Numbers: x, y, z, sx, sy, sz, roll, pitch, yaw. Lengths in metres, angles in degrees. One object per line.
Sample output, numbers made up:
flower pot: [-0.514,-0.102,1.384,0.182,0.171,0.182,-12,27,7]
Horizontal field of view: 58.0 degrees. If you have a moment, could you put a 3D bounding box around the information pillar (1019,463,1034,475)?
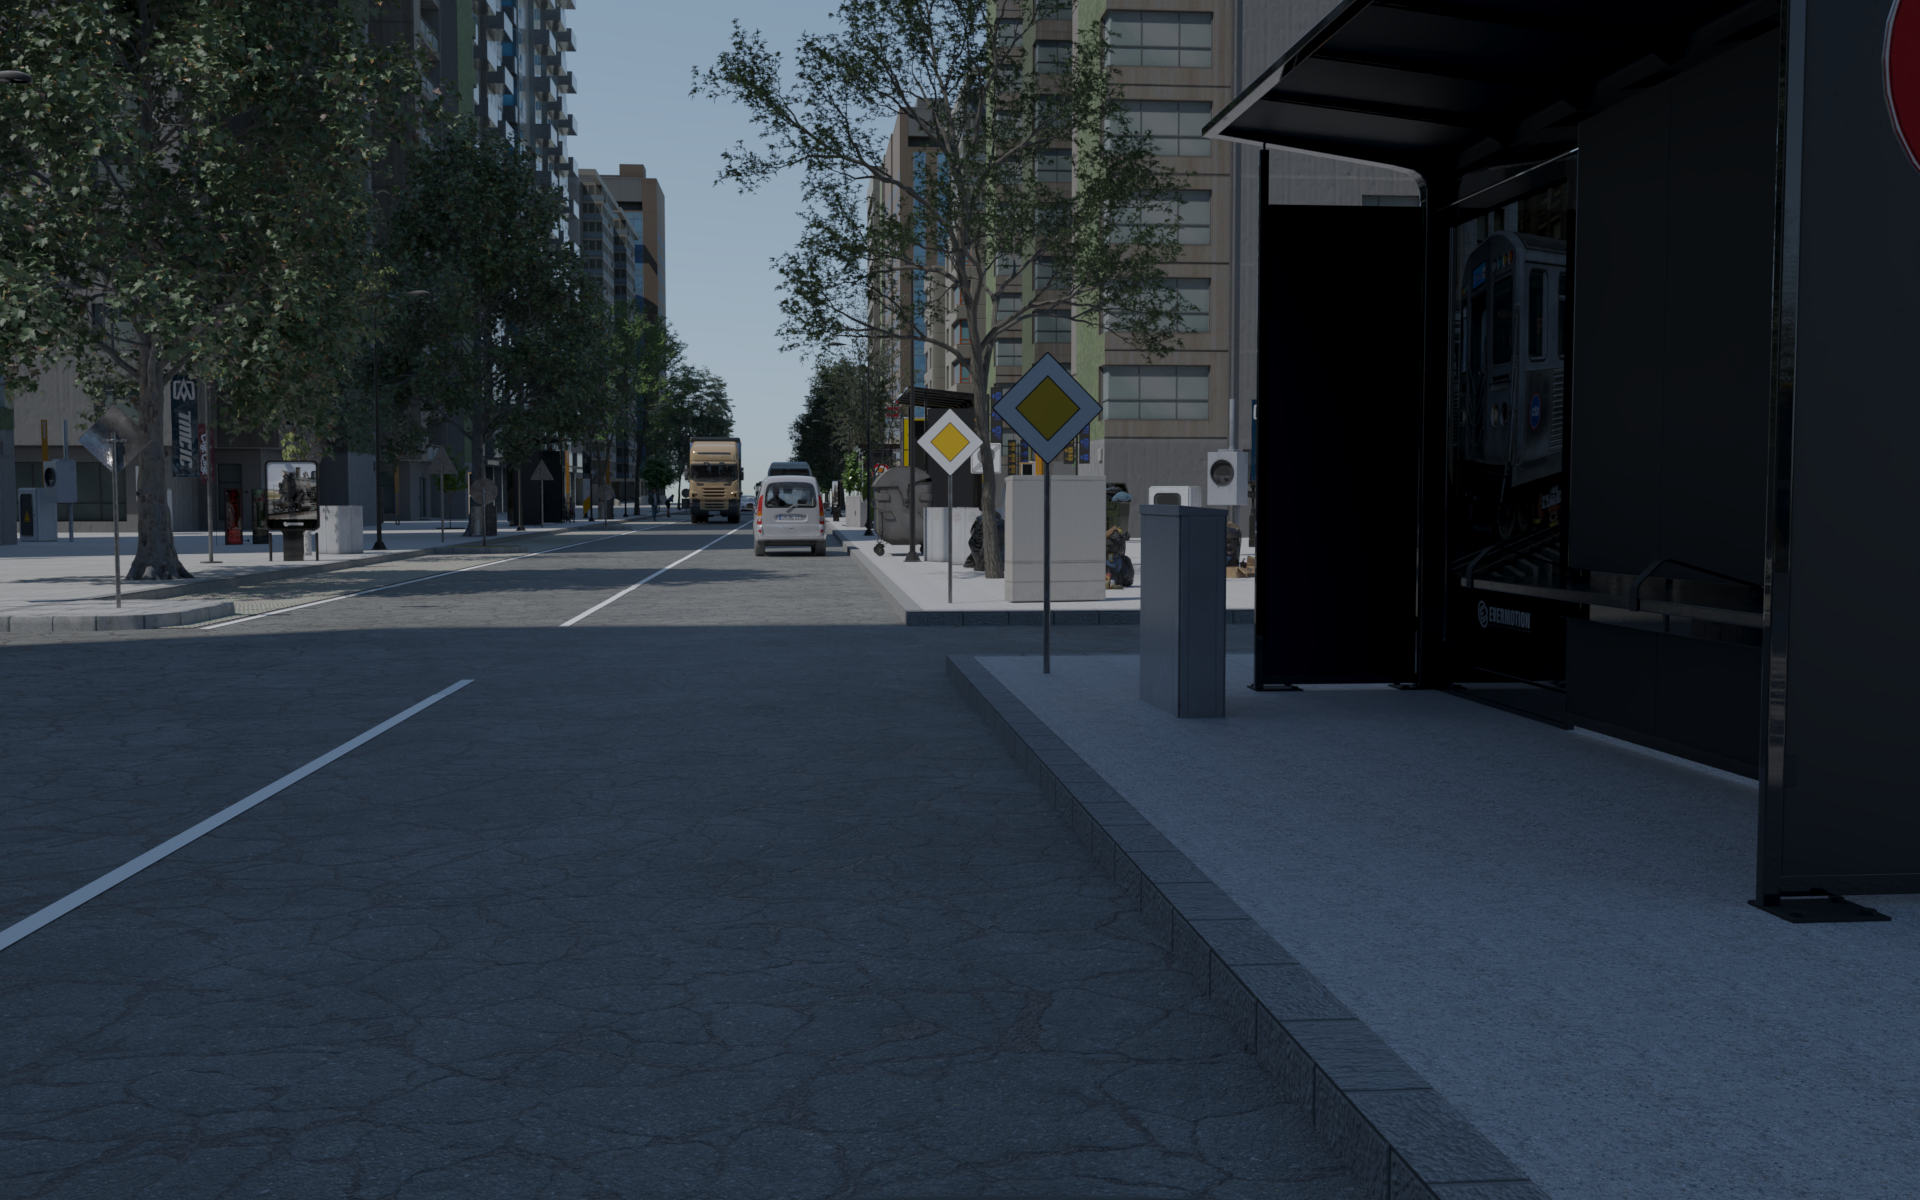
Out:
information pillar: [1.558,-2.205,40.538,0.304,2.012,0.304,0,4,-5]

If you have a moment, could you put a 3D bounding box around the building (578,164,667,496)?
building: [-47.951,-35.983,238.427,14.600,45.320,14.200,0,4,-5]

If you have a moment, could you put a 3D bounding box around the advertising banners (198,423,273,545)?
advertising banners: [-18.306,-2.903,43.655,0.090,3.025,2.074,2,4,34]

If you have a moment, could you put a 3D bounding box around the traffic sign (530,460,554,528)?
traffic sign: [-15.853,-4.018,65.694,0.884,2.594,0.081,0,4,1]

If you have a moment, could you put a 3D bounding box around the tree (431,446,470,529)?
tree: [-18.772,-4.208,63.397,1.663,3.219,1.824,0,3,0]

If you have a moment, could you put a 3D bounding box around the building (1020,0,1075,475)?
building: [9.921,-19.435,89.471,14.160,30.474,14.107,0,4,-5]

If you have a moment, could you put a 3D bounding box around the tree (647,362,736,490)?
tree: [-26.090,-16.016,168.513,9.857,13.997,8.962,0,3,0]

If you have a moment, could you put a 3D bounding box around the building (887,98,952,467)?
building: [-0.342,-33.453,197.059,14.600,45.320,14.200,0,4,-5]

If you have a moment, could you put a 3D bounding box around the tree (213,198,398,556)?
tree: [-13.829,-5.225,35.797,4.737,8.622,4.395,0,3,0]

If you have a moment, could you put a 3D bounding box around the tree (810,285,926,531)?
tree: [-2.978,-6.671,59.430,4.360,8.622,3.978,0,3,0]

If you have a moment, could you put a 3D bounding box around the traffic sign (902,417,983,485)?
traffic sign: [-0.390,-3.170,45.696,2.265,3.308,0.079,0,4,3]

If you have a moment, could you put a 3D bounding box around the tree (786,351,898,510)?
tree: [-9.610,-13.585,139.130,9.611,12.733,9.660,0,3,0]

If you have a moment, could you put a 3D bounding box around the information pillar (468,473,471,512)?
information pillar: [-16.613,-3.352,59.296,0.304,2.012,0.304,1,4,14]

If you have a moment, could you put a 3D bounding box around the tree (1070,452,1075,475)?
tree: [6.748,-5.856,79.455,4.285,4.588,4.351,0,3,0]

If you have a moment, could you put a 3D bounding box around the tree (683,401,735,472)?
tree: [-30.201,-17.746,208.273,7.486,12.596,7.792,0,3,0]

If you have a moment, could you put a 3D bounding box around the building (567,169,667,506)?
building: [-53.975,-32.233,218.885,32.217,40.220,23.993,0,4,-5]

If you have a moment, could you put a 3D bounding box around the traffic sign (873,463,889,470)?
traffic sign: [-3.243,-4.352,71.264,0.768,2.556,0.104,0,4,4]

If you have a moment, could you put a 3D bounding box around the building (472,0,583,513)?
building: [-42.495,-31.656,137.179,23.786,49.044,30.456,0,4,-5]

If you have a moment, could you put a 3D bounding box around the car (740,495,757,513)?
car: [-15.115,-6.696,121.842,2.083,1.381,4.827,0,4,-6]

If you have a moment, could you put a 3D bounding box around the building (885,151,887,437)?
building: [-1.849,-34.315,211.154,14.600,45.320,14.200,0,4,-5]

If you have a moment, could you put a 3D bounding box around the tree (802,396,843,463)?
tree: [-12.136,-15.141,165.682,7.486,12.596,7.792,0,3,0]

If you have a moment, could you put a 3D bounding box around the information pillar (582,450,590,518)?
information pillar: [-19.896,-6.177,92.352,0.504,3.616,0.183,-2,4,-35]

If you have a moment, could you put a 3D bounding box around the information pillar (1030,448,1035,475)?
information pillar: [2.025,-3.202,43.708,0.504,3.616,0.183,-1,4,-19]

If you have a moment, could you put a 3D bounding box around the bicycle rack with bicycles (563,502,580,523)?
bicycle rack with bicycles: [-18.152,-3.913,77.361,2.852,0.926,2.925,0,4,3]

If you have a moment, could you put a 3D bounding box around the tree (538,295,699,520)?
tree: [-18.034,-9.891,87.478,9.928,11.665,9.643,0,3,0]

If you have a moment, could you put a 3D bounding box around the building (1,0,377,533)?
building: [-30.092,-17.781,62.413,14.160,30.474,14.107,0,4,-5]

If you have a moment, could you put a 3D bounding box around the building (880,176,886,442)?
building: [-3.445,-33.159,225.748,14.154,41.232,14.086,0,4,-5]

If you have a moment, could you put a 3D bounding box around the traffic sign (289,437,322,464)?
traffic sign: [-14.662,-2.366,38.786,0.768,2.556,0.104,0,4,2]

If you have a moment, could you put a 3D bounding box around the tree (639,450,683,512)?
tree: [-22.182,-8.773,127.160,4.285,4.588,4.351,0,3,0]

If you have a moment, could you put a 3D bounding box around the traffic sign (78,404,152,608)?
traffic sign: [-9.474,-0.967,19.447,0.795,2.450,0.064,0,4,-5]

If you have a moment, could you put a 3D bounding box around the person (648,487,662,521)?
person: [-16.123,-5.045,91.335,0.721,1.781,0.623,3,4,36]

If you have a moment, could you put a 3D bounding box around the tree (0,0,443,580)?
tree: [-12.172,-6.652,25.771,9.611,12.733,9.660,0,3,0]

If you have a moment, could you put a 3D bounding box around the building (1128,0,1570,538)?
building: [10.536,-22.808,56.501,14.154,41.232,14.086,0,4,-5]

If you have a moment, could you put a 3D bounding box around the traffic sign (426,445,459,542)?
traffic sign: [-13.733,-2.808,45.920,0.884,2.594,0.081,0,4,4]

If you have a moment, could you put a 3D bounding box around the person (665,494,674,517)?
person: [-17.762,-5.767,106.021,0.421,1.427,0.697,2,4,34]

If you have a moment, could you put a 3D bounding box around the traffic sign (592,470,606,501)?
traffic sign: [-19.404,-5.681,92.885,0.884,2.594,0.081,0,4,2]

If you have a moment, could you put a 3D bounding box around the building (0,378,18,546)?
building: [-30.274,-21.508,35.245,14.154,41.232,14.086,0,4,-5]

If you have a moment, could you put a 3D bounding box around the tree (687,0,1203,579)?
tree: [0.220,-5.614,26.197,7.601,10.594,8.767,2,4,23]

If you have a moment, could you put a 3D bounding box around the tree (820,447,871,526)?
tree: [-4.326,-4.595,69.723,1.663,3.219,1.824,0,3,0]

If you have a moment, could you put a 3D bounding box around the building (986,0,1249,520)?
building: [8.362,-25.715,104.038,14.154,41.232,14.086,0,4,-5]

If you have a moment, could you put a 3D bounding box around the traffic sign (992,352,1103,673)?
traffic sign: [0.618,-0.532,12.338,0.795,2.450,0.064,0,4,-5]

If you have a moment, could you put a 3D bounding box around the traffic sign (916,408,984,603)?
traffic sign: [-0.118,-1.018,20.289,0.795,2.450,0.064,0,4,-5]

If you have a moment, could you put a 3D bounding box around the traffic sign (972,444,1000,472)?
traffic sign: [0.526,-2.011,35.007,0.606,2.300,0.079,0,4,1]

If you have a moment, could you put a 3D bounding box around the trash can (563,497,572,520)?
trash can: [-19.523,-4.527,85.663,0.748,1.137,0.748,0,3,0]

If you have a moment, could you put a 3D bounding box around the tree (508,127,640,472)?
tree: [-14.515,-8.270,52.223,9.611,12.733,9.660,0,3,0]

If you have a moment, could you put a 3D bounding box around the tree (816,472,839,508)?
tree: [-11.755,-10.584,156.766,4.285,4.588,4.351,0,3,0]

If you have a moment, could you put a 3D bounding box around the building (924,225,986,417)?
building: [12.214,-17.232,126.780,27.650,21.520,28.899,0,4,-5]

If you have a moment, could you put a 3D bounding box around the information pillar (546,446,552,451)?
information pillar: [-19.770,-5.613,83.122,0.504,3.616,0.183,-1,4,-17]

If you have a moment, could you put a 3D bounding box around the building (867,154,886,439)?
building: [-1.960,-37.922,243.721,21.300,48.544,21.600,0,4,-5]

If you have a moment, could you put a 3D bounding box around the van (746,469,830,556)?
van: [-4.085,-2.095,41.265,2.013,2.044,4.112,0,4,-7]

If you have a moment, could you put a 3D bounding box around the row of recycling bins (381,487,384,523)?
row of recycling bins: [-25.918,-4.229,76.254,1.069,1.692,3.534,-1,4,-15]

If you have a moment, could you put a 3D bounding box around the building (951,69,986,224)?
building: [11.984,-28.195,152.873,32.217,40.220,23.993,0,4,-5]

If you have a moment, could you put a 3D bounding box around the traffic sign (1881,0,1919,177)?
traffic sign: [2.269,-0.215,3.627,0.768,2.556,0.104,0,4,1]
